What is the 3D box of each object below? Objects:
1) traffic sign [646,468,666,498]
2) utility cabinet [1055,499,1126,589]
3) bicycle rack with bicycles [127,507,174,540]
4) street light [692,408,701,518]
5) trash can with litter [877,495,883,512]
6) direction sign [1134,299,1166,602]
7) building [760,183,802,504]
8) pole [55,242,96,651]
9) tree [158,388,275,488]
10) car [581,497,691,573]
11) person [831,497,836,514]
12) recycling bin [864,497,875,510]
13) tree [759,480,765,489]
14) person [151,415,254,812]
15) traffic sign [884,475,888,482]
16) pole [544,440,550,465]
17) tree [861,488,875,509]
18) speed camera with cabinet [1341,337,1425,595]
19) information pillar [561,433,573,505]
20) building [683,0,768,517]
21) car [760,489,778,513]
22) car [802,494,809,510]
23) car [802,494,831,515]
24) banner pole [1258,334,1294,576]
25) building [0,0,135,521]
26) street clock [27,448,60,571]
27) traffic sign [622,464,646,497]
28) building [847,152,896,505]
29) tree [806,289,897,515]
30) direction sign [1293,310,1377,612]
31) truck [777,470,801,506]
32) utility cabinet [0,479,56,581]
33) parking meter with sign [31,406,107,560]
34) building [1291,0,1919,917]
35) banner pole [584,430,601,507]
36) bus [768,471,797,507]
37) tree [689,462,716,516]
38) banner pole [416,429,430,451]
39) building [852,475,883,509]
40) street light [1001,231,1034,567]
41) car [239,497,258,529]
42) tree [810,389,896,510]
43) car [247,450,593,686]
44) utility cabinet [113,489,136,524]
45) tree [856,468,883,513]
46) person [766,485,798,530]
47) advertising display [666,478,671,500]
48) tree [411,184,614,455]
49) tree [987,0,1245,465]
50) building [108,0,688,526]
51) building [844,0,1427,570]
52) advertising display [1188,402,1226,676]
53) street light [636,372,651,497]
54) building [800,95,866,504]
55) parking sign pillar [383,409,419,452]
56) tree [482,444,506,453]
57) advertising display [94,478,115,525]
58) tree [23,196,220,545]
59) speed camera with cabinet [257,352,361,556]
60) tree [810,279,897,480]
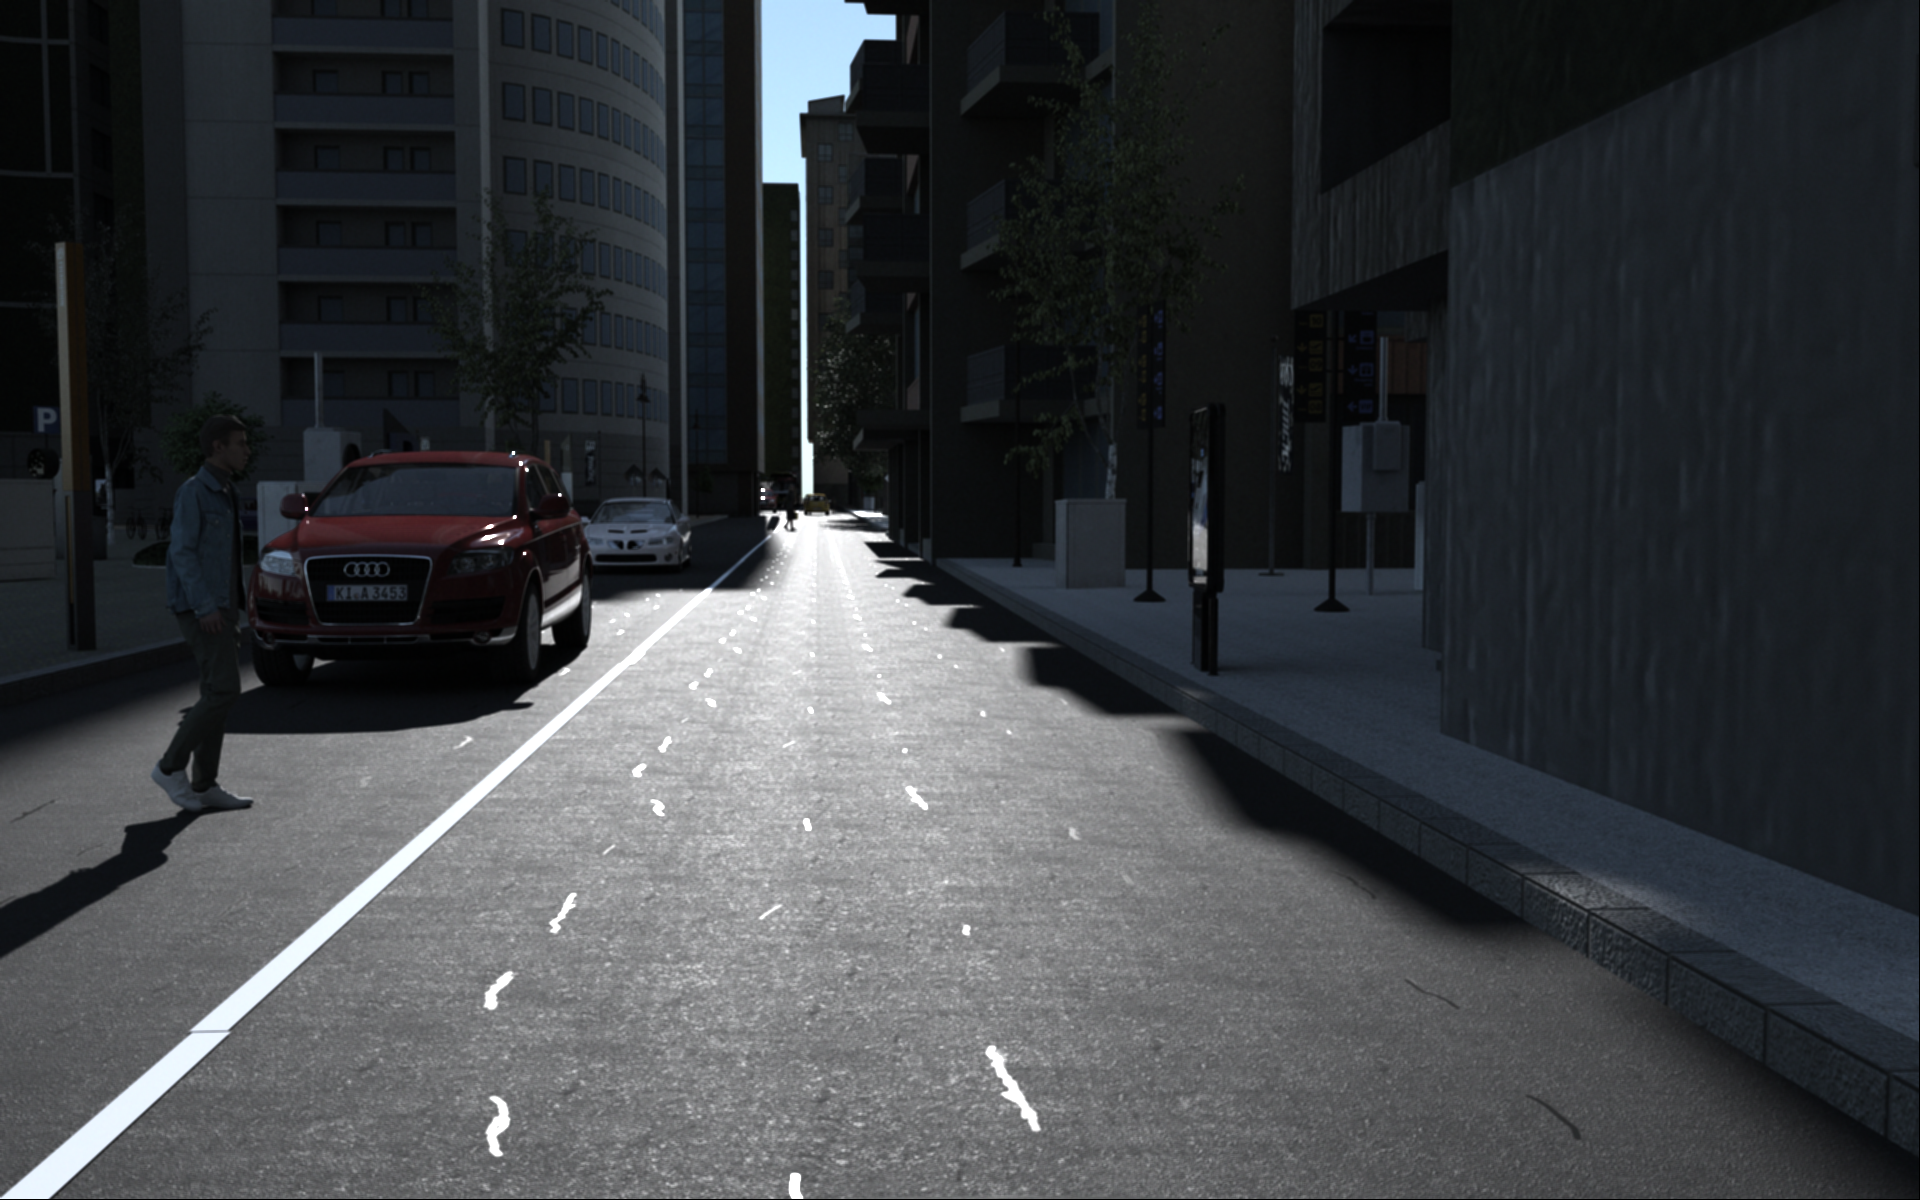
[{"bbox_3d":[-11.533,-3.800,65.773,0.795,2.450,0.064,0,4,-5],"label":"traffic sign"},{"bbox_3d":[1.785,-0.769,23.731,1.020,1.237,0.306,-2,4,-34],"label":"utility cabinet"},{"bbox_3d":[-22.094,-2.181,49.037,2.852,0.926,2.925,-3,4,-36],"label":"bicycle rack with bicycles"},{"bbox_3d":[-14.181,-7.380,93.458,0.468,5.910,1.993,0,4,-5],"label":"street light"},{"bbox_3d":[-5.009,-6.862,123.248,2.233,1.210,1.678,0,4,5],"label":"trash can with litter"},{"bbox_3d":[2.270,-1.751,20.633,0.379,3.537,0.876,-1,4,-14],"label":"direction sign"},{"bbox_3d":[-28.110,-33.396,229.611,14.086,41.232,14.154,0,4,-5],"label":"building"},{"bbox_3d":[-7.233,-1.243,14.163,0.158,3.312,0.155,0,3,0],"label":"pole"},{"bbox_3d":[-23.122,-4.291,53.869,4.285,4.588,4.351,0,3,0],"label":"tree"},{"bbox_3d":[-6.134,-1.259,32.946,2.083,1.381,4.827,0,4,-5],"label":"car"},{"bbox_3d":[-9.167,-6.845,125.084,0.362,1.253,0.373,0,4,-4],"label":"person"},{"bbox_3d":[-7.264,-7.730,138.932,0.722,1.027,0.722,2,4,24],"label":"recycling bin"},{"bbox_3d":[-23.541,-12.575,200.196,1.663,3.219,1.824,0,3,0],"label":"tree"},{"bbox_3d":[-3.414,0.063,7.817,0.444,1.785,0.601,0,4,0],"label":"person"},{"bbox_3d":[-2.517,-3.844,66.494,0.795,2.450,0.064,0,4,-5],"label":"traffic sign"},{"bbox_3d":[-15.603,-4.387,65.571,0.158,3.312,0.155,0,3,0],"label":"pole"},{"bbox_3d":[-7.914,-9.414,148.512,1.663,3.219,1.824,0,3,0],"label":"tree"},{"bbox_3d":[5.953,-1.708,22.258,2.038,3.252,0.660,-1,4,-15],"label":"speed camera with cabinet"},{"bbox_3d":[-15.148,-4.612,66.765,0.504,3.616,0.183,2,4,27],"label":"information pillar"},{"bbox_3d":[-19.928,-28.252,112.030,14.600,45.320,14.200,0,4,-5],"label":"building"},{"bbox_3d":[-15.087,-7.598,132.902,2.281,1.827,5.304,0,4,-6],"label":"car"},{"bbox_3d":[-13.690,-9.237,160.810,2.009,1.686,4.222,0,4,-4],"label":"car"},{"bbox_3d":[-9.876,-6.666,119.207,2.015,1.641,3.980,0,4,-6],"label":"car"},{"bbox_3d":[5.065,-2.285,27.382,0.401,3.779,0.863,3,5,41],"label":"banner pole"},{"bbox_3d":[-47.032,-38.746,71.756,20.611,71.187,20.563,0,4,-5],"label":"building"},{"bbox_3d":[-14.514,-1.401,27.472,0.471,2.002,0.358,2,4,25],"label":"street clock"},{"bbox_3d":[-10.876,-3.313,57.815,0.795,2.450,0.064,0,4,-5],"label":"traffic sign"},{"bbox_3d":[-6.650,-32.214,210.292,14.154,41.232,14.086,0,4,-5],"label":"building"},{"bbox_3d":[-4.299,-12.061,103.858,9.857,13.997,8.962,0,3,0],"label":"tree"},{"bbox_3d":[4.079,-1.645,18.896,0.876,3.537,0.379,1,4,8],"label":"direction sign"},{"bbox_3d":[-20.207,-13.154,203.986,2.839,4.237,11.283,0,4,-3],"label":"truck"},{"bbox_3d":[-13.994,-1.039,25.665,0.318,1.500,1.173,1,4,14],"label":"utility cabinet"},{"bbox_3d":[-17.452,-2.310,34.037,1.738,3.016,0.543,2,4,31],"label":"parking meter with sign"},{"bbox_3d":[9.400,-14.638,11.033,14.160,30.474,14.107,0,4,-5],"label":"building"},{"bbox_3d":[-14.405,-4.786,68.275,0.863,3.779,0.401,1,4,13],"label":"banner pole"},{"bbox_3d":[-19.334,-12.119,189.699,2.896,3.916,12.252,0,4,-4],"label":"bus"},{"bbox_3d":[-15.263,-6.703,104.192,1.663,3.219,1.824,0,3,0],"label":"tree"},{"bbox_3d":[-20.670,-4.685,66.623,0.863,3.779,0.401,2,4,27],"label":"banner pole"},{"bbox_3d":[3.799,-19.613,165.709,27.650,21.520,28.899,0,4,-5],"label":"building"},{"bbox_3d":[1.012,-3.525,30.428,0.468,5.910,1.993,0,4,-5],"label":"street light"},{"bbox_3d":[-24.886,-2.996,61.569,3.894,1.354,1.945,0,4,-3],"label":"car"},{"bbox_3d":[-8.408,-13.217,141.847,9.928,11.665,9.643,0,3,0],"label":"tree"},{"bbox_3d":[-4.381,-0.369,14.714,2.281,1.827,5.304,0,4,-5],"label":"car"},{"bbox_3d":[-35.580,-3.976,73.689,0.318,1.500,1.173,2,4,31],"label":"utility cabinet"},{"bbox_3d":[-6.406,-9.214,134.363,4.285,4.588,4.351,0,3,0],"label":"tree"},{"bbox_3d":[-7.017,-3.667,68.667,1.509,1.804,0.699,-3,5,-40],"label":"person"},{"bbox_3d":[-11.918,-4.013,70.825,0.123,1.923,0.974,0,4,-6],"label":"advertising display"},{"bbox_3d":[-10.301,-5.510,40.455,4.737,8.622,4.395,0,3,0],"label":"tree"},{"bbox_3d":[2.240,-4.612,25.772,4.737,8.622,4.395,0,3,0],"label":"tree"},{"bbox_3d":[-24.800,-33.026,81.976,21.231,58.520,28.212,0,4,-5],"label":"building"},{"bbox_3d":[8.335,-23.708,42.245,22.147,44.769,28.867,0,4,-5],"label":"building"},{"bbox_3d":[1.790,-0.453,12.620,0.123,1.923,0.974,0,4,0],"label":"advertising display"},{"bbox_3d":[-12.024,-5.696,65.923,0.468,5.910,1.993,0,4,-5],"label":"street light"},{"bbox_3d":[-7.965,-39.676,237.934,27.495,52.752,28.713,0,4,-5],"label":"building"},{"bbox_3d":[-17.742,-4.081,55.188,1.447,3.967,1.447,1,4,23],"label":"parking sign pillar"},{"bbox_3d":[-17.936,-4.398,66.507,1.663,3.219,1.824,0,3,0],"label":"tree"},{"bbox_3d":[-35.119,-4.032,71.135,0.974,1.923,0.123,1,4,22],"label":"advertising display"},{"bbox_3d":[-21.295,-5.706,43.657,4.360,8.622,3.978,0,3,0],"label":"tree"},{"bbox_3d":[-8.828,-1.789,23.579,0.660,3.252,2.038,0,4,5],"label":"speed camera with cabinet"},{"bbox_3d":[-2.864,-10.246,84.527,9.611,12.733,9.660,0,3,0],"label":"tree"}]
